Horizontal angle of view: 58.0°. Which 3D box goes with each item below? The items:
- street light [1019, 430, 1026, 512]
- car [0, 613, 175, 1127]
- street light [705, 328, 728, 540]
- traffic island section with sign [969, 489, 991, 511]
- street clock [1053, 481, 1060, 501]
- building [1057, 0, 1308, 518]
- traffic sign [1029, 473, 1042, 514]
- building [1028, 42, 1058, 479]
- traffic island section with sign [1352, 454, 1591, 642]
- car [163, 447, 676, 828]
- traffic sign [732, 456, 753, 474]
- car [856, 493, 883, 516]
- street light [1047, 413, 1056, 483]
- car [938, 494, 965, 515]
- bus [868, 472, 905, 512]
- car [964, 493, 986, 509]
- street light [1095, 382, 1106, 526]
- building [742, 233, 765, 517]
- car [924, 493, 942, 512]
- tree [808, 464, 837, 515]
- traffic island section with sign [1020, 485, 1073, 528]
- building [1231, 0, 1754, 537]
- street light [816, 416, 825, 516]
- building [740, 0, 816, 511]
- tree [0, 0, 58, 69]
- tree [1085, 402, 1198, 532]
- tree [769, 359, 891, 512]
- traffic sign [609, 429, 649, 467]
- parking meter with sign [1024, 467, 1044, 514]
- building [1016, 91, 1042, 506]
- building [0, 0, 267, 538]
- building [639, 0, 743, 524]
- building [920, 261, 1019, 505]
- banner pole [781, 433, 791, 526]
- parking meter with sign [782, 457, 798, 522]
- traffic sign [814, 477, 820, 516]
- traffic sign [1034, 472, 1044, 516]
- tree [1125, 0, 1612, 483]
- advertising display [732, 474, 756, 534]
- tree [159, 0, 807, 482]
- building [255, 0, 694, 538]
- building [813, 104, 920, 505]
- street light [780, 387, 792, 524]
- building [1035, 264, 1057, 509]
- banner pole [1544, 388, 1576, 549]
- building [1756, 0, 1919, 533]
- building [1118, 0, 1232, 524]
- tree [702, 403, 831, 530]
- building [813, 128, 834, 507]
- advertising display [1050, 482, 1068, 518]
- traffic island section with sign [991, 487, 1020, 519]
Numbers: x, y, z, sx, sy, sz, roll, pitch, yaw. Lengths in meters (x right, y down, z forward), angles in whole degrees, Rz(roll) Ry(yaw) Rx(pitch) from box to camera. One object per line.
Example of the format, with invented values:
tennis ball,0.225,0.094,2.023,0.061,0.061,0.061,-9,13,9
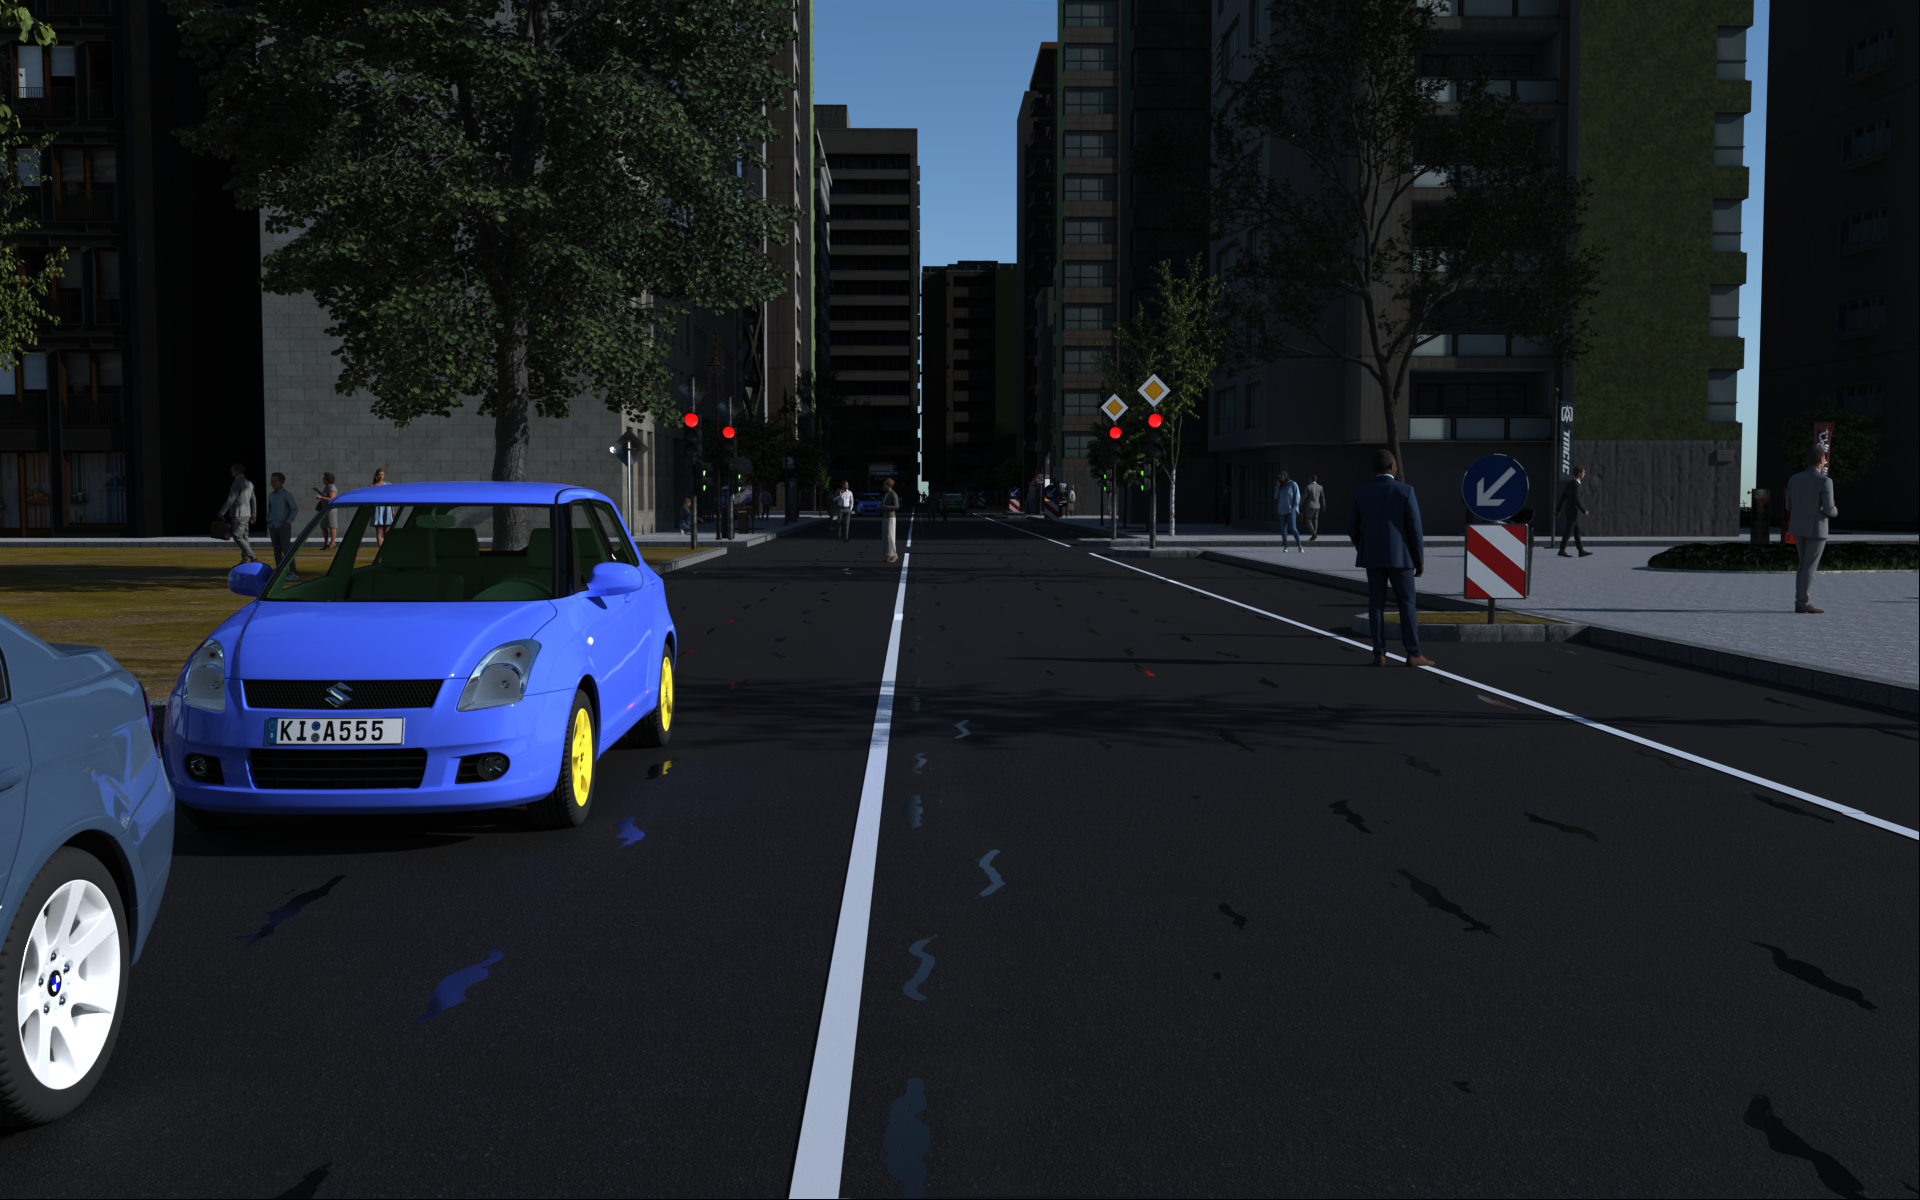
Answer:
street light,4.454,-9.178,122.842,0.468,5.910,1.993,0,4,-1
car,-2.878,0.569,2.700,2.014,1.417,4.499,0,4,-1
street light,-6.786,-4.629,48.479,0.468,5.910,1.993,0,4,-1
traffic island section with sign,1.744,-8.679,150.523,1.989,1.847,2.006,0,4,-1
street clock,5.153,-5.383,92.589,0.358,2.002,0.471,-1,4,-17
building,12.973,-26.017,108.969,14.154,41.232,14.086,0,4,-1
traffic sign,4.770,-6.691,109.399,0.884,2.594,0.081,0,4,3
building,18.033,-31.399,167.996,22.147,44.769,28.867,0,4,-1
traffic island section with sign,5.122,-0.558,17.759,1.989,1.847,2.006,0,4,-1
car,-2.470,0.063,8.558,1.945,1.707,3.694,0,4,-1
traffic sign,-7.405,-3.581,58.659,0.768,2.556,0.104,0,4,2
car,-5.782,-6.299,112.575,1.945,1.707,3.694,0,4,0
street light,5.082,-7.592,96.918,0.468,5.910,1.993,0,4,-1
car,-0.546,-6.836,120.564,1.959,1.807,4.718,0,4,0
bus,-6.120,-8.989,141.828,2.948,3.499,13.247,0,4,-3
car,1.388,-8.828,154.123,2.009,1.686,4.222,0,4,-3
street light,5.783,-5.970,70.392,0.468,5.910,1.993,0,4,-1
building,-19.405,-13.981,96.049,16.820,18.784,16.811,0,4,-1
car,-1.829,-8.080,141.141,2.155,1.783,4.494,0,4,-2
tree,-8.651,-6.792,105.648,1.663,3.219,1.824,0,3,0
traffic island section with sign,3.703,-3.957,73.324,1.989,1.847,2.006,0,4,-1
building,16.413,-22.879,57.660,14.086,41.232,14.154,0,4,-1
street light,-8.130,-7.828,100.781,0.468,5.910,1.993,0,4,-1
building,-18.311,-27.291,129.802,14.154,41.232,14.086,0,4,-1
tree,-6.248,-3.647,9.985,4.737,8.622,4.395,0,3,0
tree,6.143,-4.952,64.686,4.285,4.588,4.351,0,3,0
tree,-8.919,-11.256,118.440,8.767,10.594,7.601,0,4,-3
traffic sign,-6.720,-2.164,35.116,0.795,2.593,0.064,0,4,1
parking meter with sign,4.810,-7.060,111.691,0.543,3.016,1.738,-3,4,-38
building,13.493,-32.982,189.364,14.600,45.320,14.200,0,4,-1
building,-31.774,-13.818,55.606,15.834,23.373,12.332,0,4,-1
building,-16.773,-15.876,77.588,12.078,24.808,19.932,0,4,-1
building,2.050,-27.260,217.399,14.107,30.474,14.160,0,4,-1
banner pole,-7.052,-4.909,70.274,0.401,3.779,0.863,-1,4,-12
parking meter with sign,-7.825,-5.133,80.192,0.543,3.016,1.738,-1,4,-15
traffic sign,-8.662,-6.325,103.524,0.768,2.556,0.104,0,4,1
traffic sign,4.717,-6.177,101.107,0.768,2.556,0.104,1,4,8
tree,7.245,-5.780,28.916,8.767,10.594,7.601,-2,4,-26
advertising display,-6.983,-3.092,55.768,0.974,1.923,0.123,3,4,36
tree,-6.440,-7.205,24.465,9.857,13.997,8.962,0,3,0
building,-15.335,-12.477,58.745,10.420,20.320,16.860,0,4,-1
building,-15.866,-36.413,219.057,21.600,48.544,21.300,0,4,-1
street light,-7.515,-6.233,74.702,0.468,5.910,1.993,0,4,-1
building,20.829,-18.020,139.670,27.650,21.520,28.899,0,4,-1
banner pole,14.210,-3.114,40.928,0.863,3.779,0.401,-2,4,-28
building,42.119,-26.875,63.112,21.600,48.544,21.300,0,4,-1
building,14.209,-18.895,80.631,14.160,30.474,14.107,0,4,-1
tree,-7.752,-4.840,62.850,4.285,4.588,4.351,0,3,0
building,-25.353,-29.800,179.118,23.993,40.220,32.217,0,4,-1
advertising display,5.384,-5.448,94.284,0.974,1.923,0.123,-1,4,-10
traffic island section with sign,3.006,-5.640,100.841,1.989,1.847,2.006,0,4,-1
